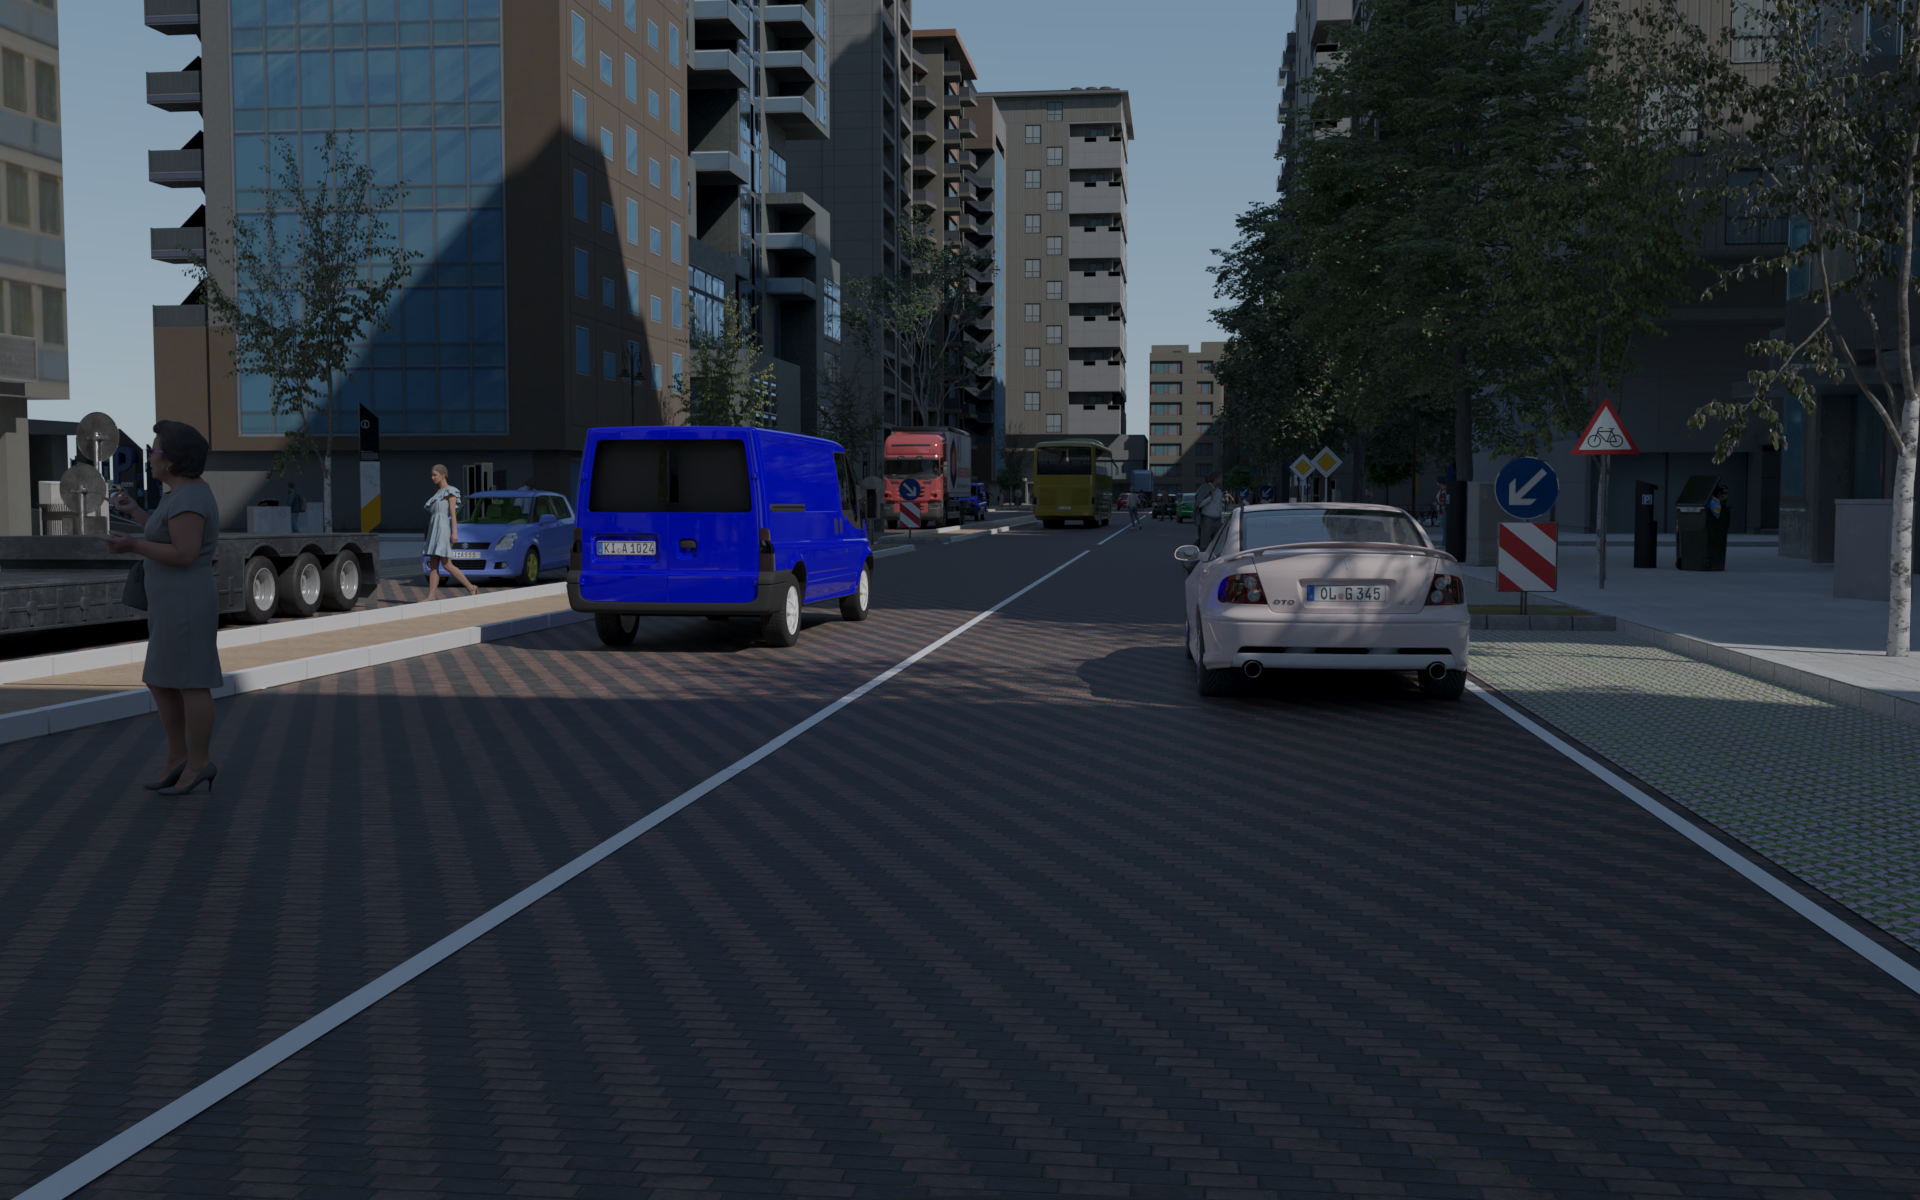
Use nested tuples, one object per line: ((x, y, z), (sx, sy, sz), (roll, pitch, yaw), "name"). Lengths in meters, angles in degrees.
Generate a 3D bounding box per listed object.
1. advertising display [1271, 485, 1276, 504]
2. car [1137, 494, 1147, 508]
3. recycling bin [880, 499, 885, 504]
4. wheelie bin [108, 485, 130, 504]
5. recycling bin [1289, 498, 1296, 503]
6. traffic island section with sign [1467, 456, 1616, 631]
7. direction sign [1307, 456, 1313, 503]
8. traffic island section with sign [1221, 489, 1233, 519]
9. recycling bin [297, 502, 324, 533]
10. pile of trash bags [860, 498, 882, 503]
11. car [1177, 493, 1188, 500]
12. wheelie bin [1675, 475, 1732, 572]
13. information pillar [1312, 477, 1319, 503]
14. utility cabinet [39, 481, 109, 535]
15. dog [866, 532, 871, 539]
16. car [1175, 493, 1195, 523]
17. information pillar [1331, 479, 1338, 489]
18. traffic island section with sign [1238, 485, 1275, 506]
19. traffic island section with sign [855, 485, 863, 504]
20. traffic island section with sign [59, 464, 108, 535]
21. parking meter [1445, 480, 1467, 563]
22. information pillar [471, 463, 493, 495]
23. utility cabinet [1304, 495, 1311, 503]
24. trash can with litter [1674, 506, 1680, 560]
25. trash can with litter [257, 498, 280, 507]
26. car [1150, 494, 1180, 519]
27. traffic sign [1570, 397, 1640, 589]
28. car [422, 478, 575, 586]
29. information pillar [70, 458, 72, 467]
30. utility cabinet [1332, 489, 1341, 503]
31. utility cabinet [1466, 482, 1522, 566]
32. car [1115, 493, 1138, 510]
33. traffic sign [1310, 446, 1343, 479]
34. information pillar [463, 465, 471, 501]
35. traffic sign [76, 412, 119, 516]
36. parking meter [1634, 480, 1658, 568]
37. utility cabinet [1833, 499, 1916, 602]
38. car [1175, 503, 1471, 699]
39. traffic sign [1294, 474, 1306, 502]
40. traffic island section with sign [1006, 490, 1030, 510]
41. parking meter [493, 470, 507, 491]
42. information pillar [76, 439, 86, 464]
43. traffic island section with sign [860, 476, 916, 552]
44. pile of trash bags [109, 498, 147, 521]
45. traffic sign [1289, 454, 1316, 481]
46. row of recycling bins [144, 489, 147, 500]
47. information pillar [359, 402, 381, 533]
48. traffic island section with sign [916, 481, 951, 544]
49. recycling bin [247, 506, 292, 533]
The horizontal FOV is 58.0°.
((22.337, -7.258, 123.889), (0.123, 1.923, 0.974), (-1, 4, -15), "advertising display")
((17.945, -10.128, 175.374), (2.009, 1.686, 4.222), (0, 4, 7), "car")
((-4.405, -5.142, 96.624), (0.722, 1.027, 0.722), (3, 5, 44), "recycling bin")
((-28.092, -3.050, 57.774), (0.980, 1.594, 0.693), (3, 5, 40), "wheelie bin")
((22.012, -6.319, 115.873), (0.722, 1.027, 0.722), (-3, 5, -43), "recycling bin")
((5.964, -0.637, 19.045), (1.989, 1.847, 2.006), (0, 4, 7), "traffic island section with sign")
((15.905, -5.335, 79.229), (0.876, 3.537, 0.379), (-2, 4, -29), "direction sign")
((16.373, -5.640, 100.845), (1.989, 1.847, 2.006), (0, 4, 7), "traffic island section with sign")
((-19.943, -2.464, 52.844), (0.722, 1.027, 0.722), (1, 4, 18), "recycling bin")
((-6.394, -6.600, 117.664), (3.447, 1.369, 1.912), (2, 4, 24), "pile of trash bags")
((19.768, -8.794, 153.365), (1.945, 1.707, 3.694), (1, 4, 8), "car")
((12.419, -1.287, 28.951), (0.693, 1.594, 0.980), (-2, 4, -24), "wheelie bin")
((15.063, -4.197, 73.111), (0.304, 2.012, 0.304), (2, 4, 25), "information pillar")
((-15.491, -1.325, 30.340), (0.318, 1.500, 1.173), (1, 4, 23), "utility cabinet")
((-3.165, -2.345, 55.173), (0.800, 0.831, 0.513), (0, 4, -3), "dog")
((11.789, -4.780, 86.947), (1.959, 1.807, 4.718), (0, 4, 5), "car")
((18.706, -5.029, 86.717), (0.304, 2.012, 0.304), (2, 4, 27), "information pillar")
((12.973, -4.005, 74.105), (1.989, 1.847, 2.006), (0, 4, 7), "traffic island section with sign")
((-4.594, -4.142, 76.341), (1.989, 1.847, 2.006), (0, 4, 7), "traffic island section with sign")
((-11.513, -0.819, 22.027), (1.989, 1.847, 2.006), (0, 4, 7), "traffic island section with sign")
((9.328, -1.477, 32.562), (0.372, 1.533, 0.369), (0, 3, 0), "parking meter")
((-11.188, -2.216, 40.716), (0.304, 2.012, 0.304), (3, 4, 38), "information pillar")
((16.930, -4.455, 83.999), (0.306, 1.237, 1.020), (0, 4, -3), "utility cabinet")
((12.859, -1.148, 30.164), (0.624, 1.170, 1.055), (0, 4, 3), "trash can with litter")
((-17.726, -2.001, 44.109), (0.624, 1.170, 1.055), (-3, 4, -38), "trash can with litter")
((12.286, -5.688, 102.777), (2.009, 1.686, 4.222), (0, 4, 8), "car")
((8.699, -1.431, 23.401), (0.884, 2.594, 0.081), (1, 4, 14), "traffic sign")
((-7.346, -1.133, 28.118), (1.945, 1.707, 3.694), (0, 4, 6), "car")
((-57.239, -7.362, 111.720), (0.504, 3.616, 0.183), (3, 5, 41), "information pillar")
((17.387, -4.405, 80.700), (0.318, 1.500, 1.173), (-1, 4, -11), "utility cabinet")
((9.603, -1.362, 30.953), (1.173, 1.500, 0.318), (-2, 4, -29), "utility cabinet")
((14.743, -8.773, 152.472), (2.155, 1.783, 4.494), (0, 4, 6), "car")
((8.830, -2.417, 41.701), (0.795, 2.593, 0.064), (0, 4, 7), "traffic sign")
((-12.511, -2.438, 44.355), (0.304, 2.012, 0.304), (-2, 4, -35), "information pillar")
((-13.343, -1.632, 26.793), (0.768, 2.556, 0.104), (1, 4, 14), "traffic sign")
((11.897, -1.323, 30.035), (0.372, 1.533, 0.369), (0, 3, 0), "parking meter")
((11.094, -0.603, 21.028), (0.306, 1.237, 1.020), (-1, 4, -13), "utility cabinet")
((2.740, -0.073, 13.561), (2.083, 1.381, 4.827), (0, 4, 6), "car")
((17.282, -5.256, 88.062), (0.606, 2.300, 0.079), (1, 4, 10), "traffic sign")
((5.174, -8.839, 153.142), (1.989, 1.847, 2.006), (0, 4, 7), "traffic island section with sign")
((-11.185, -2.218, 41.973), (0.399, 1.863, 0.255), (3, 5, 40), "parking meter")
((-30.020, -4.151, 59.216), (0.504, 3.616, 0.183), (2, 4, 35), "information pillar")
((-2.311, -2.159, 43.437), (2.006, 1.907, 1.989), (0, 4, 7), "traffic island section with sign")
((-21.250, -2.087, 43.871), (3.447, 1.369, 1.912), (-1, 4, -10), "pile of trash bags")
((9.838, -2.901, 49.623), (0.795, 2.593, 0.064), (0, 4, 7), "traffic sign")
((-52.200, -6.460, 112.738), (3.534, 1.692, 1.069), (1, 4, 14), "row of recycling bins")
((-15.076, -3.233, 44.209), (0.504, 3.616, 0.183), (-2, 4, -26), "information pillar")
((-1.367, -2.608, 50.784), (2.006, 1.907, 1.989), (0, 4, 7), "traffic island section with sign")
((-14.049, -1.388, 35.240), (0.722, 1.027, 0.722), (-2, 4, -33), "recycling bin")
